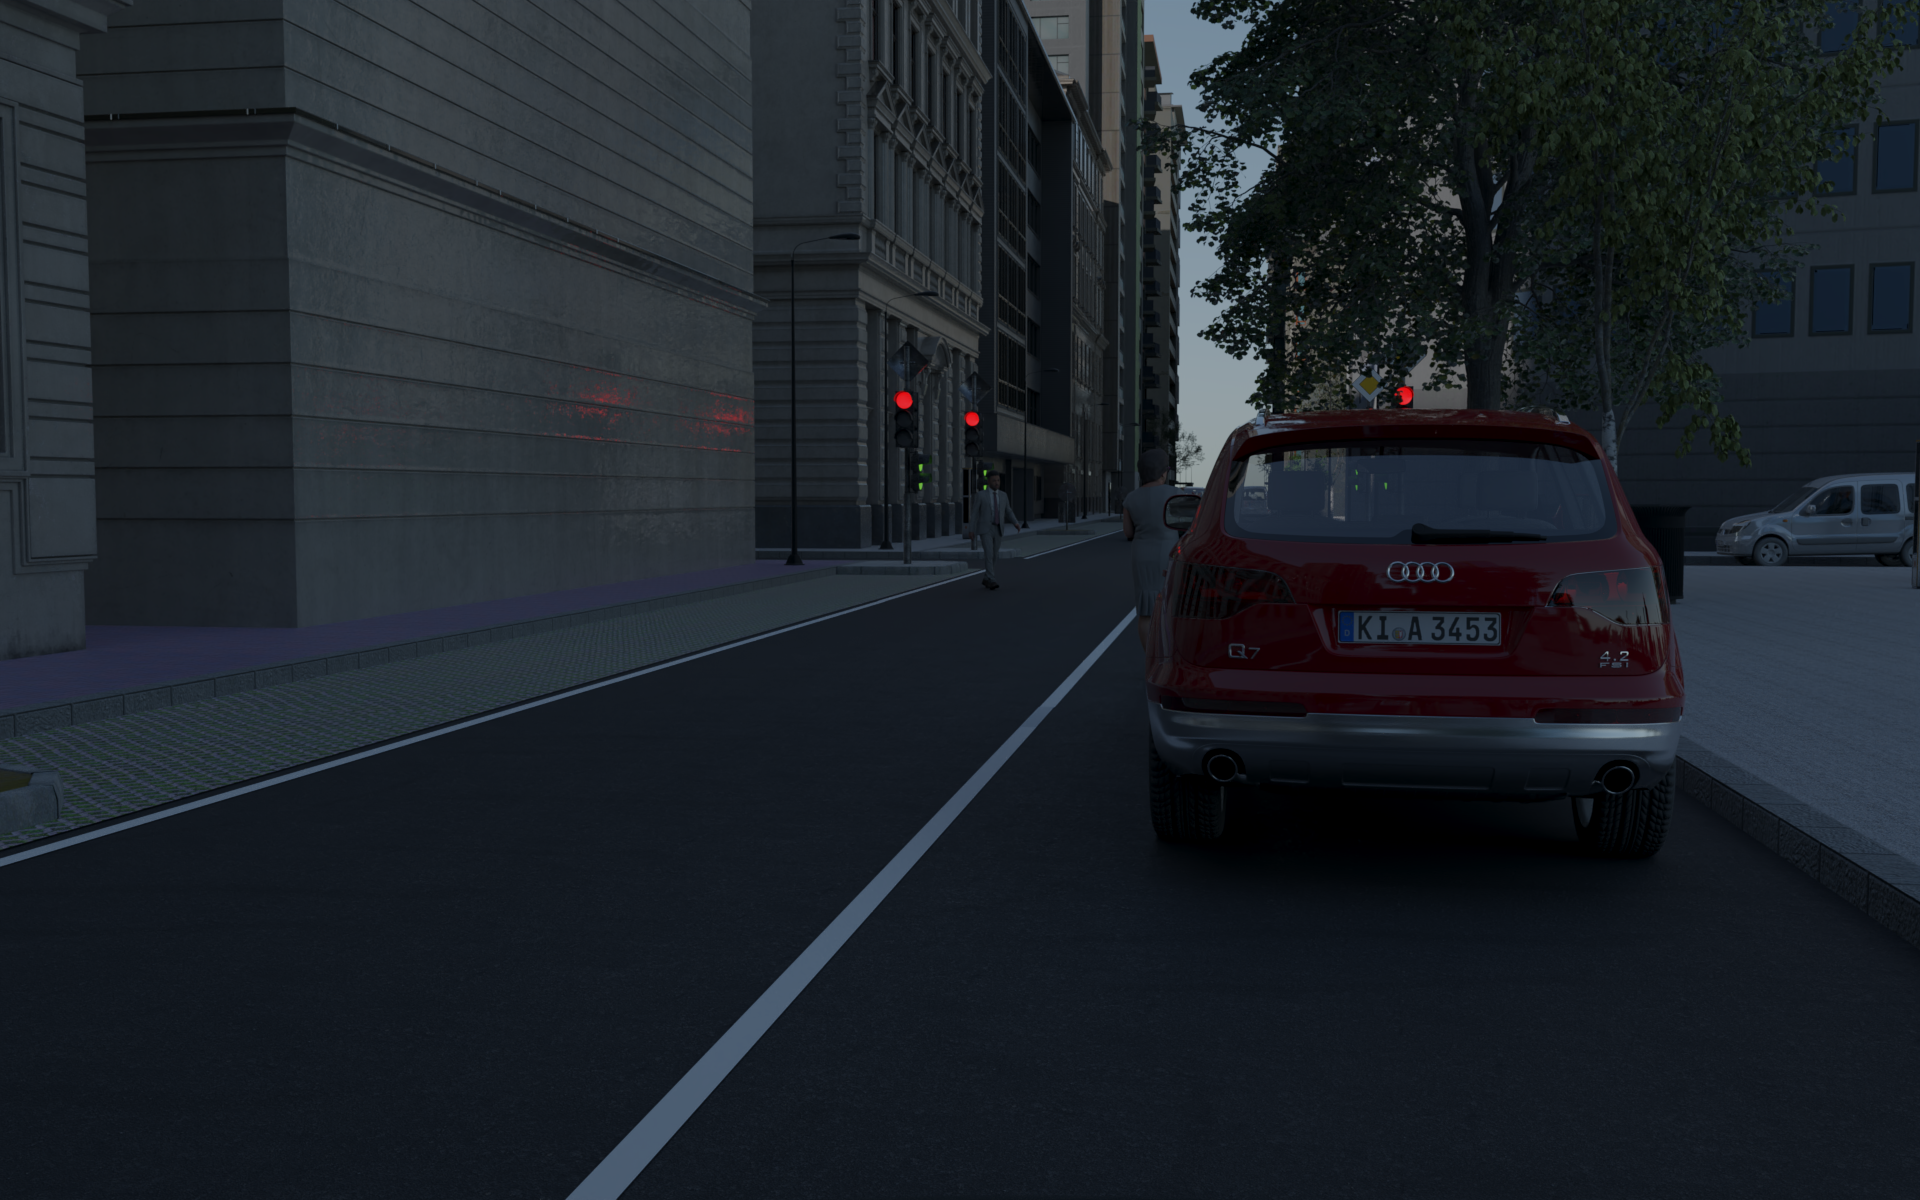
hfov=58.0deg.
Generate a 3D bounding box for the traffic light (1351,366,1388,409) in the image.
[{"bbox_3d":[8.992,-3.013,38.188,0.839,4.253,0.868,1,4,9],"label":"traffic light"}]

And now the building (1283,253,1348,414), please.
[{"bbox_3d":[39.939,-17.851,136.900,27.650,21.520,28.899,1,4,9],"label":"building"}]

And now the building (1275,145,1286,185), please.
[{"bbox_3d":[52.065,-36.910,227.178,21.300,48.544,21.600,1,4,9],"label":"building"}]

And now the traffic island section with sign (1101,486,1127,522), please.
[{"bbox_3d":[8.228,-4.856,88.028,1.989,1.847,2.006,1,4,9],"label":"traffic island section with sign"}]

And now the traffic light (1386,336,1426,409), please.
[{"bbox_3d":[7.701,-2.531,30.307,0.839,4.253,0.868,1,4,9],"label":"traffic light"}]

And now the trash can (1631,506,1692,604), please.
[{"bbox_3d":[8.175,-0.531,20.330,0.748,1.137,0.748,0,3,0],"label":"trash can"}]

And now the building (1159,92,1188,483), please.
[{"bbox_3d":[15.787,-39.418,233.721,28.713,52.752,27.495,1,4,9],"label":"building"}]

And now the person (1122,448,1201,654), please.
[{"bbox_3d":[1.626,-0.274,13.342,0.716,1.782,0.532,1,4,21],"label":"person"}]

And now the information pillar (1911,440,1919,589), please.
[{"bbox_3d":[13.079,-1.156,23.390,0.304,2.012,0.304,1,4,17],"label":"information pillar"}]

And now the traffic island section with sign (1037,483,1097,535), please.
[{"bbox_3d":[3.805,-3.207,61.063,1.989,1.847,2.006,1,4,9],"label":"traffic island section with sign"}]

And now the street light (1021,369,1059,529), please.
[{"bbox_3d":[2.965,-5.616,64.364,1.470,5.913,1.316,1,4,9],"label":"street light"}]

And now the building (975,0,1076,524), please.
[{"bbox_3d":[-3.479,-15.657,75.055,14.314,24.678,30.058,1,4,9],"label":"building"}]

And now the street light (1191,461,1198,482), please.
[{"bbox_3d":[32.550,-16.685,245.338,1.470,5.913,1.316,1,4,9],"label":"street light"}]

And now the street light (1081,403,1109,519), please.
[{"bbox_3d":[6.904,-7.091,88.481,1.470,5.913,1.316,1,4,9],"label":"street light"}]

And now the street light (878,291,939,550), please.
[{"bbox_3d":[-1.173,-4.115,39.823,1.470,5.913,1.316,1,4,9],"label":"street light"}]

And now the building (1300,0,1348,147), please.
[{"bbox_3d":[42.461,-45.017,174.277,20.563,71.187,20.611,1,4,9],"label":"building"}]

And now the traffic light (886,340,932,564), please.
[{"bbox_3d":[-0.948,-2.617,31.703,0.839,4.253,0.868,1,4,9],"label":"traffic light"}]

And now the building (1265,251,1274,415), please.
[{"bbox_3d":[55.705,-36.550,252.220,22.147,44.769,28.867,1,4,9],"label":"building"}]

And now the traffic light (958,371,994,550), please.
[{"bbox_3d":[0.343,-3.099,39.583,0.839,4.253,0.868,1,4,9],"label":"traffic light"}]

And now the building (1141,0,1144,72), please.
[{"bbox_3d":[3.512,-31.584,140.102,21.300,48.544,21.600,1,4,9],"label":"building"}]

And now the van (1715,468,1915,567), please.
[{"bbox_3d":[16.984,-1.637,33.769,4.112,2.044,2.013,1,4,10],"label":"van"}]

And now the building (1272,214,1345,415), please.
[{"bbox_3d":[35.825,-23.691,159.046,14.160,30.474,14.107,1,4,9],"label":"building"}]

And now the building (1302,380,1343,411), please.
[{"bbox_3d":[29.964,-47.508,89.423,22.319,86.520,31.000,1,4,9],"label":"building"}]

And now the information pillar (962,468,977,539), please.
[{"bbox_3d":[0.272,-2.732,49.156,0.304,2.012,0.304,-3,5,-45],"label":"information pillar"}]

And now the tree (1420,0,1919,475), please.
[{"bbox_3d":[6.123,-3.986,15.526,4.737,8.622,4.395,0,3,0],"label":"tree"}]

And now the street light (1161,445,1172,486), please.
[{"bbox_3d":[19.303,-11.731,164.340,1.470,5.913,1.316,1,4,9],"label":"street light"}]

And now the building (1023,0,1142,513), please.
[{"bbox_3d":[5.247,-26.792,121.641,14.154,41.232,14.086,1,4,9],"label":"building"}]

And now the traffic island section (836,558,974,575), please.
[{"bbox_3d":[-0.986,-0.585,31.844,2.009,0.180,2.903,1,4,9],"label":"traffic island section"}]

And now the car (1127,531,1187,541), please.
[{"bbox_3d":[6.270,-2.617,54.582,2.131,1.459,4.920,1,4,9],"label":"car"}]

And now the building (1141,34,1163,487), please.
[{"bbox_3d":[7.773,-31.227,165.189,22.147,44.769,28.867,1,4,9],"label":"building"}]

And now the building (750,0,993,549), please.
[{"bbox_3d":[-5.560,-13.508,49.739,11.050,23.489,19.941,1,4,9],"label":"building"}]

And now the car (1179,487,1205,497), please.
[{"bbox_3d":[11.779,-4.872,88.326,2.281,1.827,5.304,1,4,9],"label":"car"}]

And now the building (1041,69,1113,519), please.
[{"bbox_3d":[1.844,-18.638,102.000,12.463,27.353,25.104,1,4,9],"label":"building"}]

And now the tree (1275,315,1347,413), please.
[{"bbox_3d":[14.892,-7.291,69.570,4.360,8.622,3.978,0,3,0],"label":"tree"}]

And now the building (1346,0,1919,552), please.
[{"bbox_3d":[25.315,-30.770,45.081,28.212,58.520,21.231,1,4,9],"label":"building"}]

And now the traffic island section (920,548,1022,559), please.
[{"bbox_3d":[0.305,-1.067,39.724,2.009,0.180,2.903,1,4,9],"label":"traffic island section"}]

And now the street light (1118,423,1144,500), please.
[{"bbox_3d":[11.337,-8.751,115.616,1.470,5.913,1.316,1,4,9],"label":"street light"}]

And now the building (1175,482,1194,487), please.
[{"bbox_3d":[18.809,-34.726,259.647,32.217,40.220,23.993,1,4,9],"label":"building"}]

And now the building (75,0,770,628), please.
[{"bbox_3d":[-26.217,-15.319,26.875,44.131,29.872,17.030,1,4,9],"label":"building"}]

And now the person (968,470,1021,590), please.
[{"bbox_3d":[0.485,-1.059,26.086,0.678,1.792,0.850,-2,4,-24],"label":"person"}]

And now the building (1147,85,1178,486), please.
[{"bbox_3d":[14.985,-35.784,208.769,21.300,48.544,21.600,1,4,9],"label":"building"}]

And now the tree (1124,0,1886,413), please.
[{"bbox_3d":[7.091,-7.110,22.896,9.857,13.997,8.962,0,3,0],"label":"tree"}]

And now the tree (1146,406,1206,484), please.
[{"bbox_3d":[21.782,-15.174,182.503,8.767,10.594,7.601,1,4,13],"label":"tree"}]

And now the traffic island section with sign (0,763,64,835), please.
[{"bbox_3d":[-5.004,0.084,7.247,1.989,1.847,2.006,1,4,9],"label":"traffic island section with sign"}]

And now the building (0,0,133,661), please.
[{"bbox_3d":[-13.670,-10.315,4.809,11.583,22.565,21.152,1,4,9],"label":"building"}]

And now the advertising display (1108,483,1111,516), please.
[{"bbox_3d":[8.662,-5.815,100.289,0.123,1.923,0.974,0,4,8],"label":"advertising display"}]

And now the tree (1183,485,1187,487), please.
[{"bbox_3d":[35.639,-16.975,272.139,1.663,3.219,1.824,0,3,0],"label":"tree"}]

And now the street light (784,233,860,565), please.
[{"bbox_3d":[-2.459,-3.577,31.021,1.470,5.913,1.316,1,4,9],"label":"street light"}]

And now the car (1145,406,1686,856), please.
[{"bbox_3d":[2.091,0.009,8.532,2.281,1.827,5.304,1,4,11],"label":"car"}]

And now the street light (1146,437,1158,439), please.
[{"bbox_3d":[15.322,-10.272,140.480,1.470,5.913,1.316,1,4,9],"label":"street light"}]

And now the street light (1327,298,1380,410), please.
[{"bbox_3d":[9.158,-4.144,40.288,1.470,5.913,1.316,1,4,9],"label":"street light"}]
